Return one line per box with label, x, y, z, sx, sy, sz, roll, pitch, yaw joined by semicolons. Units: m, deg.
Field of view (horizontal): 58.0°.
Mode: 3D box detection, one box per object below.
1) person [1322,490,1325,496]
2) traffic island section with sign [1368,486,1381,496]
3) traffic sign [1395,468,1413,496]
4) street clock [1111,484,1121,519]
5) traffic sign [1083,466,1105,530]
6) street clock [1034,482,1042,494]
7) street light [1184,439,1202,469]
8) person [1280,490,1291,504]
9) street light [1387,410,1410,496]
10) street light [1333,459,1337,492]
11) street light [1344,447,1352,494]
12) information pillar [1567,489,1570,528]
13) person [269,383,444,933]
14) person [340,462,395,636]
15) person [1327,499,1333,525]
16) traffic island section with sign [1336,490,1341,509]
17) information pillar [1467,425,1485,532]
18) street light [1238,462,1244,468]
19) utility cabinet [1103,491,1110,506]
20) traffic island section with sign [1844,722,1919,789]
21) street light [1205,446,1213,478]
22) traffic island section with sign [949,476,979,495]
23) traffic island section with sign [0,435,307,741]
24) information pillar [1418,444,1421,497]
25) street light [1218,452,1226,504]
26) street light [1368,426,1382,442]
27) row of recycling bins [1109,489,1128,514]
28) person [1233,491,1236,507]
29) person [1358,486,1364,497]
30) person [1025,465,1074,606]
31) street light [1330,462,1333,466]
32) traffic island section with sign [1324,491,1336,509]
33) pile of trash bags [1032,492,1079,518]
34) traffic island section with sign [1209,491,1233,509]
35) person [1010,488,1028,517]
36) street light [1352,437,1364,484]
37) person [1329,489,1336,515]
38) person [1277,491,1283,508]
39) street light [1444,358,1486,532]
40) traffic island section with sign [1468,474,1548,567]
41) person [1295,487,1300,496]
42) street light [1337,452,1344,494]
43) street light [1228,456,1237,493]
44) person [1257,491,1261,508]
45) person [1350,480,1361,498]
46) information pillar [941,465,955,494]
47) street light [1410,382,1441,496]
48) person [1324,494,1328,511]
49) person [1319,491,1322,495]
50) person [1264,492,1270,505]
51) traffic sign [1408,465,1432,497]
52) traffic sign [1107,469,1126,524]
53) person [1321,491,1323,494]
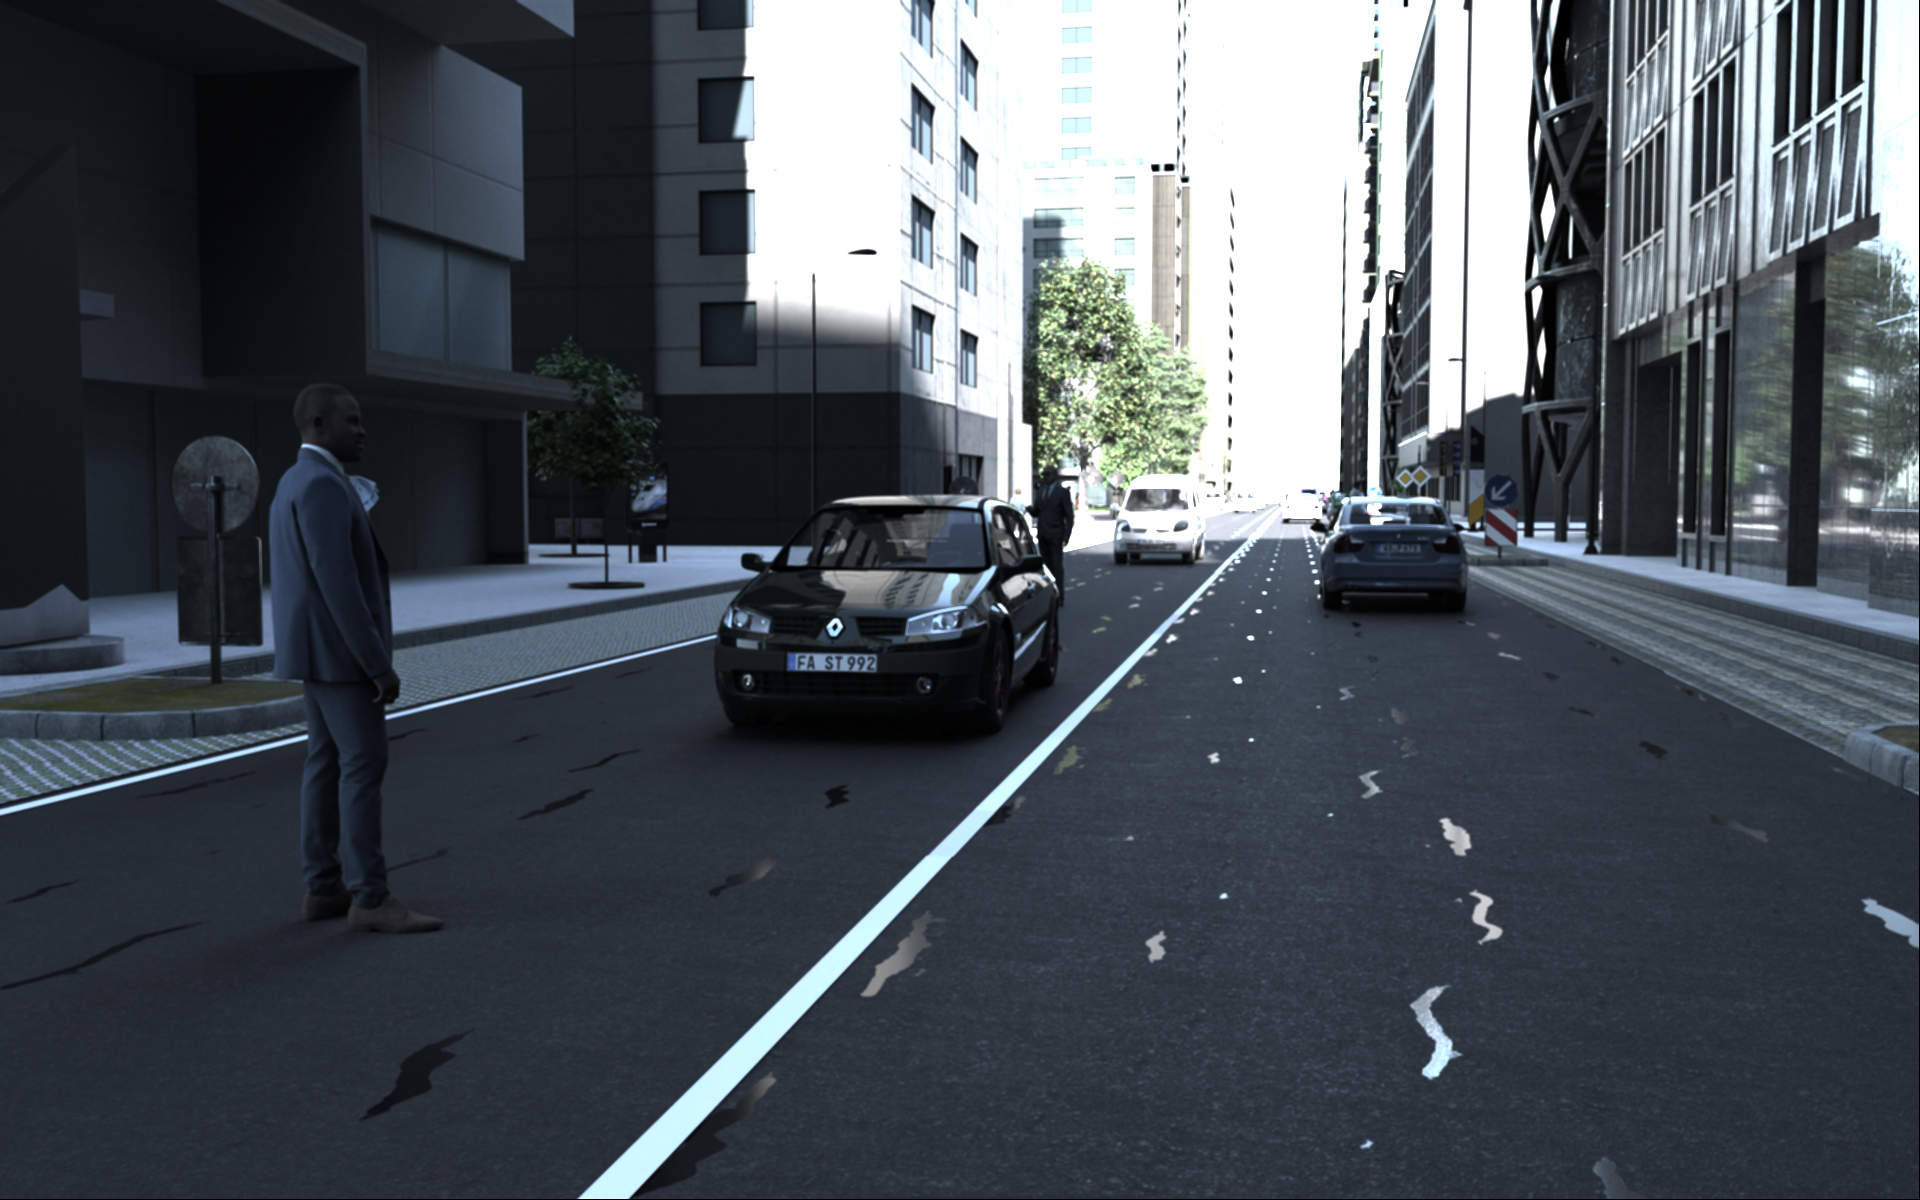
person;33.835;-9.352;161.391;0.705;1.826;1.348;0;4;-5
traffic island section with sign;21.376;-4.973;89.931;1.989;1.847;2.006;1;4;11
traffic sign;17.306;-3.894;67.314;0.795;2.450;0.064;1;4;11
street clock;7.921;-5.098;87.915;0.358;2.002;0.471;-2;4;-35
traffic sign;4.754;-3.546;61.620;0.795;2.450;0.064;1;4;11
street clock;4.872;-6.342;108.255;0.471;2.002;0.358;3;4;39
street light;19.384;-10.554;145.095;1.470;5.913;1.316;1;4;11
person;32.972;-10.167;174.758;1.348;1.821;0.705;1;4;22
street light;24.327;-7.529;95.642;1.470;5.913;1.316;1;4;11
street light;47.629;-14.887;215.941;1.470;5.913;1.316;1;4;11
street light;38.758;-12.077;170.004;1.470;5.913;1.316;1;4;11
information pillar;22.908;-3.741;65.662;0.304;2.012;0.304;-3;5;-40
person;-2.082;0.177;5.791;0.419;1.800;0.721;-3;5;-40
person;-3.408;-0.048;9.385;0.616;1.811;0.778;-3;4;-38
person;17.029;-4.030;79.402;0.382;1.210;0.505;-1;4;-12
traffic island section with sign;26.479;-6.592;116.401;1.989;1.847;2.006;1;4;11
information pillar;17.384;-4.094;58.299;0.504;3.616;0.183;1;4;21
street light;43.922;-18.289;271.557;1.470;5.913;1.316;1;4;11
utility cabinet;11.958;-8.002;139.507;0.318;1.500;1.173;3;4;39
traffic island section with sign;5.647;-0.001;8.652;1.989;1.847;2.006;1;4;11
street light;23.905;-11.968;168.209;1.470;5.913;1.316;1;4;11
traffic island section with sign;0.046;-1.762;37.433;1.989;1.847;2.006;1;4;11
traffic island section with sign;-5.071;-0.143;10.966;1.989;1.847;2.006;1;4;11
information pillar;21.580;-5.509;81.420;0.183;3.616;0.504;1;4;18
street light;28.239;-13.342;190.680;1.470;5.913;1.316;1;4;11
street light;28.667;-8.905;118.132;1.470;5.913;1.316;1;4;11
row of recycling bins;11.343;-6.430;112.238;3.534;1.692;1.069;2;4;26
person;30.388;-11.193;191.520;0.705;1.822;1.348;1;4;16
person;15.723;-3.635;68.197;0.793;1.790;0.793;0;4;7
person;1.129;-0.830;22.240;0.661;1.801;0.590;3;4;39
street light;49.961;-15.693;229.113;1.470;5.913;1.316;1;4;11
traffic island section with sign;41.128;-11.225;192.159;1.989;1.847;2.006;1;4;11
pile of trash bags;5.492;-5.141;93.800;1.912;1.369;3.447;-3;5;-45
traffic island section with sign;24.925;-9.635;166.165;1.989;1.847;2.006;1;4;11
person;1.612;-2.321;48.255;0.589;1.601;0.330;1;4;10
street light;34.395;-10.703;147.538;1.470;5.913;1.316;1;4;11
person;25.472;-6.720;118.545;0.466;1.800;0.511;-1;4;-18
person;32.921;-10.343;178.411;0.742;1.727;0.445;2;4;25
street light;17.315;-5.296;59.132;1.470;5.913;1.316;1;4;11
traffic island section with sign;10.765;-1.620;35.119;1.989;1.847;2.006;1;4;11
person;18.916;-5.387;96.679;0.767;1.812;0.694;0;4;-2
street light;43.004;-13.453;192.492;1.470;5.913;1.316;1;4;11
street light;35.197;-15.524;226.354;1.470;5.913;1.316;1;4;11
person;30.796;-10.377;178.879;0.721;1.743;1.217;-1;4;-19
person;11.719;-2.657;51.783;0.795;1.843;0.661;1;4;14
information pillar;-0.291;-2.370;43.246;0.304;2.012;0.304;0;4;8
street light;19.636;-6.081;71.965;1.470;5.913;1.316;1;4;11
person;31.857;-8.488;150.499;0.599;1.433;0.991;3;4;36
person;40.715;-11.430;196.054;0.621;1.740;0.551;2;4;35
person;40.467;-13.406;228.237;0.990;1.755;0.434;3;5;43
traffic sign;15.791;-3.415;59.474;0.795;2.450;0.064;1;4;11
traffic sign;6.270;-4.026;69.461;0.795;2.450;0.064;1;4;11
person;43.044;-12.068;206.345;0.617;1.759;0.750;3;4;37
